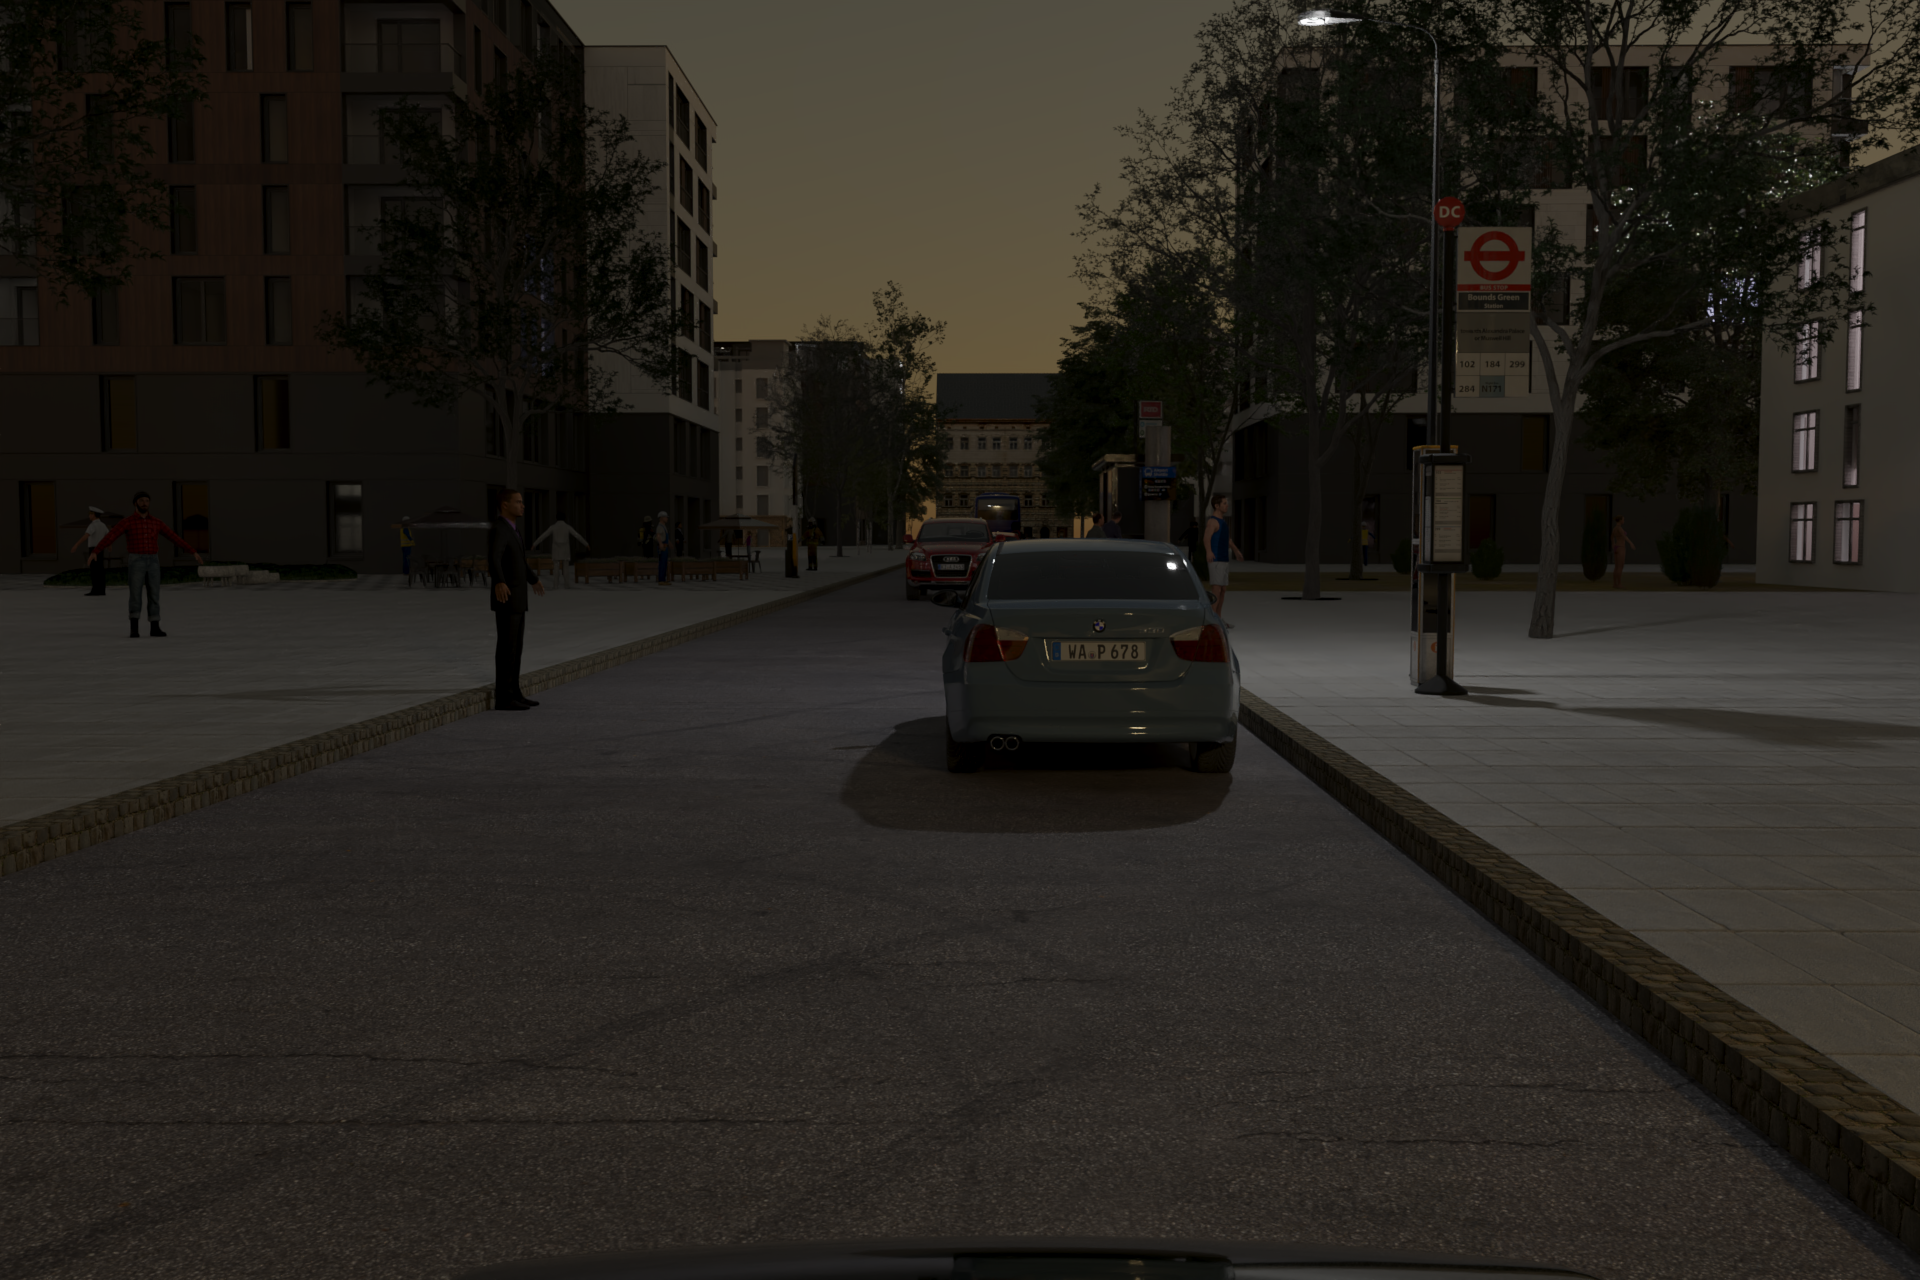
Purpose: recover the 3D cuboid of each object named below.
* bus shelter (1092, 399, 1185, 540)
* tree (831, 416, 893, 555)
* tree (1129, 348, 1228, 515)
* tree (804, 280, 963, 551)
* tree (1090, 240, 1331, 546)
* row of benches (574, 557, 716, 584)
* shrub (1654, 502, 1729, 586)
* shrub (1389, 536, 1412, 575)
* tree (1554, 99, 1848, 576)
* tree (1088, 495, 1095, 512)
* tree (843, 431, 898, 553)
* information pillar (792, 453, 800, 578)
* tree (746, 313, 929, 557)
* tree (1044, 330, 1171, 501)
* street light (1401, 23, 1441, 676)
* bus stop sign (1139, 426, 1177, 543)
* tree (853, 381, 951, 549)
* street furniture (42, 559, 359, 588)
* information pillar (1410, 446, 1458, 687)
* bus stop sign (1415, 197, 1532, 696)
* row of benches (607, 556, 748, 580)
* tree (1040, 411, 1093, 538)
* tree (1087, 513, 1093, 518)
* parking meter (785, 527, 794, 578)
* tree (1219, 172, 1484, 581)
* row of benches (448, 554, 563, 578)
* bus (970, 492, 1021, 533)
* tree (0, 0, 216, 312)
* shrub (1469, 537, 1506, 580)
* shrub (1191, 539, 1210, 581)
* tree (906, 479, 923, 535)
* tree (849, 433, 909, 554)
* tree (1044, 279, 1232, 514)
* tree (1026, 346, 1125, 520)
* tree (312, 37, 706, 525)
[{"bbox_3d":[4.934,-4.393,49.451,2.179,5.291,8.768,0,4,1],"label":"bus shelter"},{"bbox_3d":[-6.139,-9.459,105.023,4.737,8.622,4.395,0,3,0],"label":"tree"},{"bbox_3d":[8.463,-7.276,69.317,4.737,8.622,4.395,0,3,0],"label":"tree"},{"bbox_3d":[-6.099,-16.895,132.129,12.611,20.169,13.585,0,3,0],"label":"tree"},{"bbox_3d":[8.540,-8.187,59.611,9.928,11.665,9.643,0,3,0],"label":"tree"},{"bbox_3d":[-8.383,-1.865,45.955,4.104,0.672,1.422,-3,5,-40],"label":"row of benches"},{"bbox_3d":[18.163,-2.381,42.969,1.661,2.075,1.752,0,3,0],"label":"shrub"},{"bbox_3d":[14.171,-2.685,55.009,1.383,1.207,1.383,0,3,0],"label":"shrub"},{"bbox_3d":[22.922,-8.918,52.470,9.857,13.997,8.962,0,3,0],"label":"tree"},{"bbox_3d":[10.164,-10.825,127.347,4.737,8.622,4.395,0,3,0],"label":"tree"},{"bbox_3d":[-6.351,-10.360,119.754,4.737,8.622,4.395,0,3,0],"label":"tree"},{"bbox_3d":[-4.762,-3.592,50.082,0.183,3.616,0.504,0,4,3],"label":"information pillar"},{"bbox_3d":[-6.770,-11.371,96.290,12.009,13.543,11.850,0,3,0],"label":"tree"},{"bbox_3d":[8.458,-10.780,94.383,7.486,12.596,7.792,0,3,0],"label":"tree"},{"bbox_3d":[4.770,-2.625,15.452,1.470,5.913,1.316,0,4,1],"label":"street light"},{"bbox_3d":[4.847,-3.271,42.497,0.837,3.901,0.837,0,4,2],"label":"bus stop sign"},{"bbox_3d":[-5.146,-14.628,145.830,9.857,13.997,8.962,0,3,0],"label":"tree"},{"bbox_3d":[-19.828,-1.870,46.197,5.734,0.657,10.072,0,4,5],"label":"street furniture"},{"bbox_3d":[3.981,-0.616,14.568,0.304,2.012,0.304,0,4,1],"label":"information pillar"},{"bbox_3d":[4.092,-1.536,13.811,0.855,3.939,0.416,0,4,2],"label":"bus stop sign"},{"bbox_3d":[-8.028,-2.034,48.721,4.104,0.672,1.422,1,4,9],"label":"row of benches"},{"bbox_3d":[10.211,-13.570,139.990,7.486,12.596,7.792,0,3,0],"label":"tree"},{"bbox_3d":[19.817,-18.253,232.843,7.601,10.594,8.767,0,4,-5],"label":"tree"},{"bbox_3d":[-4.967,-2.605,50.999,0.372,1.533,0.369,0,3,0],"label":"parking meter"},{"bbox_3d":[11.210,-7.470,47.888,9.928,11.665,9.643,0,3,0],"label":"tree"},{"bbox_3d":[-13.654,-2.272,52.617,1.422,0.672,4.104,3,4,36],"label":"row of benches"},{"bbox_3d":[2.069,-6.712,101.289,2.896,3.916,12.251,0,3,0],"label":"bus"},{"bbox_3d":[-9.356,-4.795,12.814,7.601,10.594,8.767,-1,4,-23],"label":"tree"},{"bbox_3d":[14.661,-2.266,48.160,1.383,1.207,1.383,0,3,0],"label":"shrub"},{"bbox_3d":[6.736,-2.221,47.424,1.383,1.207,1.383,0,3,0],"label":"shrub"},{"bbox_3d":[-6.283,-17.193,231.463,4.360,8.622,3.978,0,3,0],"label":"tree"},{"bbox_3d":[-6.039,-9.928,112.684,4.360,8.622,3.978,0,3,0],"label":"tree"},{"bbox_3d":[8.541,-10.799,83.226,9.857,13.997,8.962,0,3,0],"label":"tree"},{"bbox_3d":[9.417,-12.862,116.953,9.857,13.997,8.962,0,3,0],"label":"tree"},{"bbox_3d":[-8.047,-5.960,31.854,7.601,10.594,8.767,-3,5,-42],"label":"tree"}]
